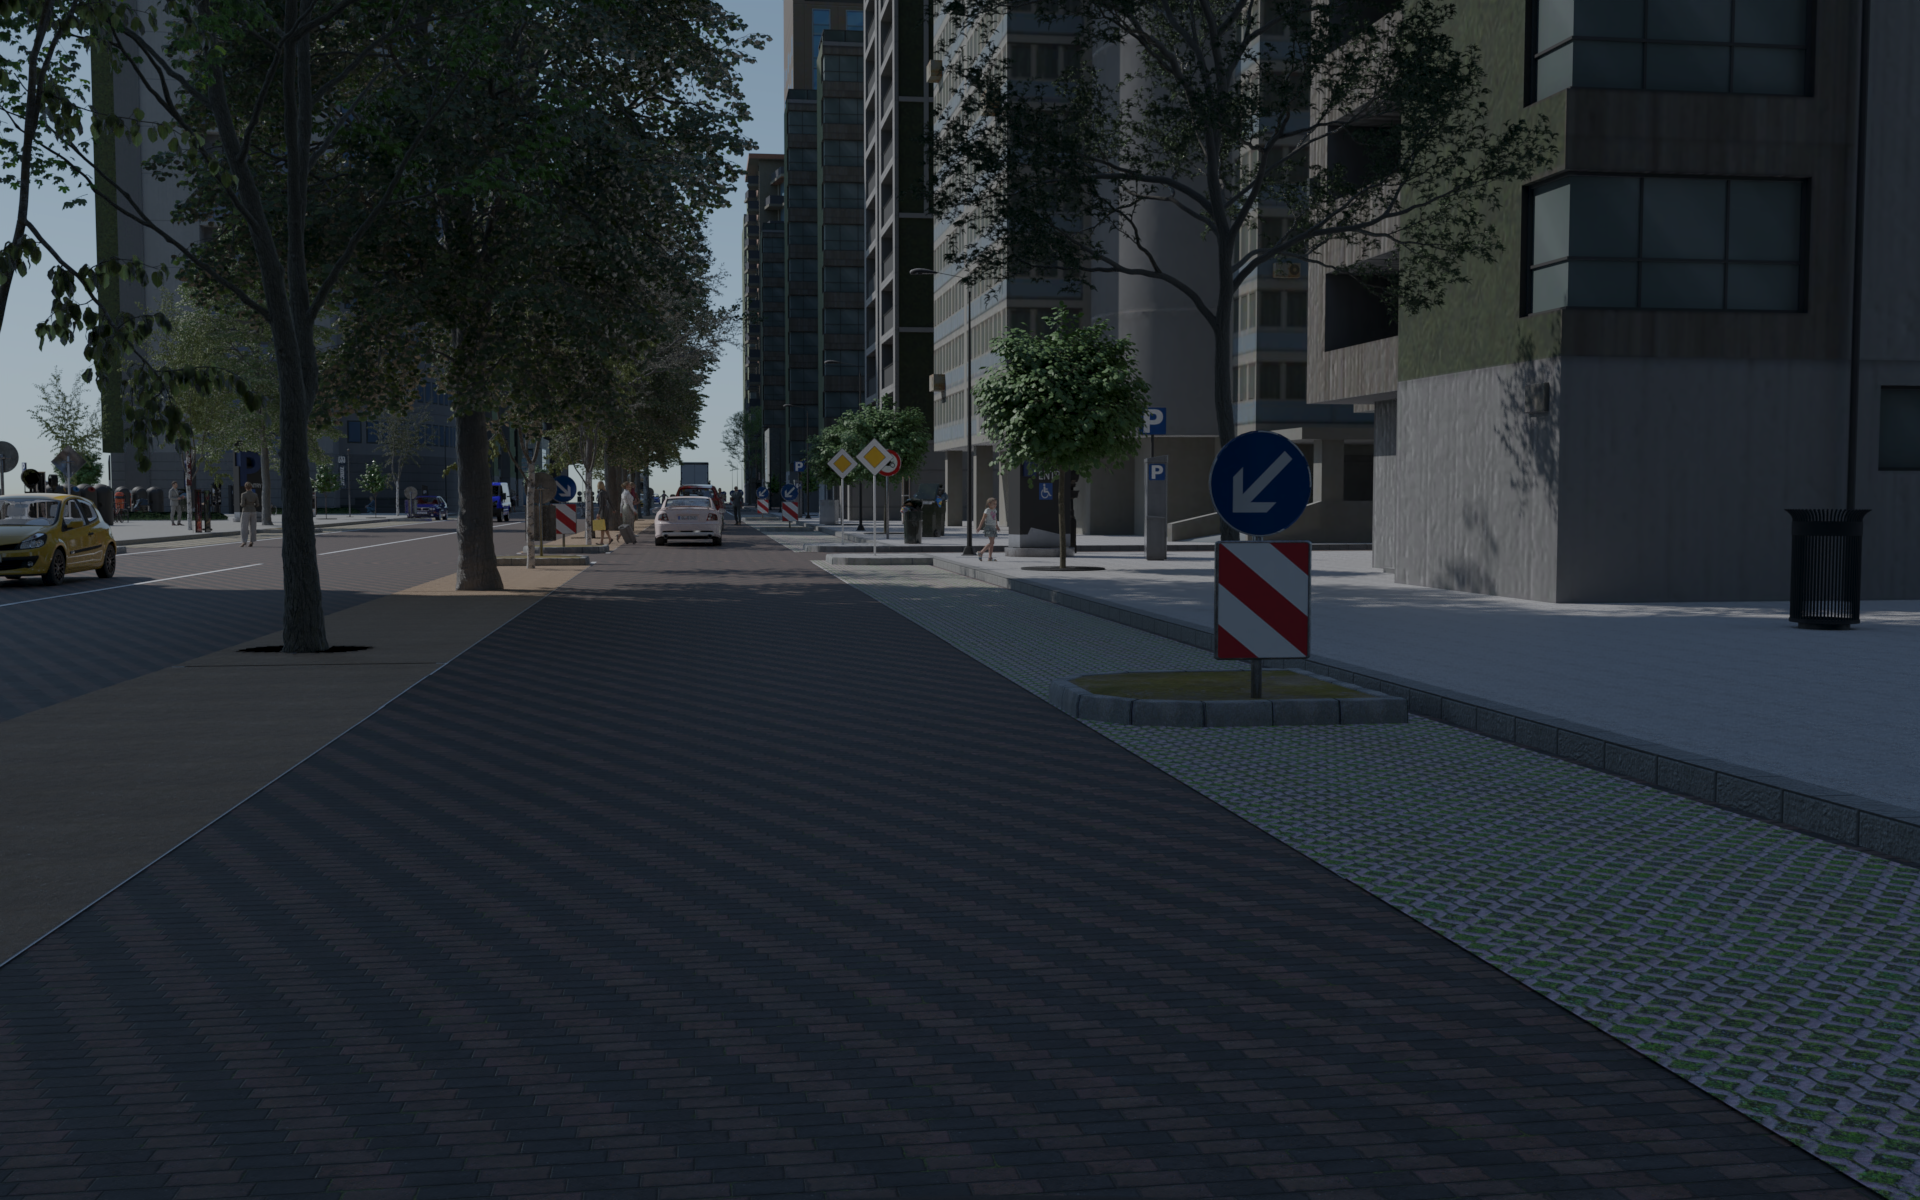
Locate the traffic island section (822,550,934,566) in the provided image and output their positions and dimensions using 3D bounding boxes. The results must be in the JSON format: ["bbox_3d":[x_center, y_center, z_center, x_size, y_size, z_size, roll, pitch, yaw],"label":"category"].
[{"bbox_3d":[-1.727,-0.840,36.016,2.009,0.180,2.903,-1,4,-9],"label":"traffic island section"}]

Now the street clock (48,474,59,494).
[{"bbox_3d":[-32.940,-3.571,62.948,0.358,2.002,0.471,-3,5,-43],"label":"street clock"}]

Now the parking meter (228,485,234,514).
[{"bbox_3d":[-47.191,-6.516,112.242,0.255,1.863,0.399,1,4,18],"label":"parking meter"}]

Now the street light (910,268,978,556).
[{"bbox_3d":[-0.338,-3.875,35.899,1.470,5.913,1.316,-1,4,-9],"label":"street light"}]

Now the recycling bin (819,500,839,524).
[{"bbox_3d":[-5.676,-3.822,75.048,0.722,1.027,0.722,0,4,8],"label":"recycling bin"}]

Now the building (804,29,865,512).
[{"bbox_3d":[-2.366,-20.854,112.669,14.160,30.474,14.107,-1,4,-9],"label":"building"}]

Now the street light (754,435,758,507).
[{"bbox_3d":[-15.506,-10.032,136.558,1.470,5.913,1.316,-1,4,-9],"label":"street light"}]

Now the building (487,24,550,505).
[{"bbox_3d":[-61.406,-54.901,210.298,22.319,86.520,31.000,-1,4,-9],"label":"building"}]

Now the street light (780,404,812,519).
[{"bbox_3d":[-8.443,-7.181,89.942,1.470,5.913,1.316,-1,4,-9],"label":"street light"}]

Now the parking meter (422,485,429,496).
[{"bbox_3d":[-32.667,-6.122,105.800,0.399,1.863,0.255,-1,4,-17],"label":"parking meter"}]

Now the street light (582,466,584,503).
[{"bbox_3d":[-55.344,-17.374,256.609,1.470,5.913,1.316,-1,4,-9],"label":"street light"}]

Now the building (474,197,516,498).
[{"bbox_3d":[-49.911,-29.303,162.700,14.154,41.232,14.086,-1,4,-9],"label":"building"}]

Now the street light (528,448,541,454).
[{"bbox_3d":[-42.819,-12.337,174.257,1.470,5.913,1.316,-1,4,-9],"label":"street light"}]

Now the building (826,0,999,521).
[{"bbox_3d":[4.098,-39.667,86.803,20.563,71.187,20.611,-1,4,-9],"label":"building"}]

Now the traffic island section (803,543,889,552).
[{"bbox_3d":[-2.927,-1.323,43.911,2.009,0.180,2.903,-1,4,-9],"label":"traffic island section"}]

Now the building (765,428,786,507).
[{"bbox_3d":[-6.830,-52.031,163.373,22.319,86.520,31.000,-1,4,-9],"label":"building"}]

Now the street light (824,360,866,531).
[{"bbox_3d":[-4.009,-5.373,60.393,1.470,5.913,1.316,-1,4,-9],"label":"street light"}]

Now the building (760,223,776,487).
[{"bbox_3d":[-14.449,-25.392,186.859,14.160,30.474,14.107,-1,4,-9],"label":"building"}]

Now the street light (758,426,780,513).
[{"bbox_3d":[-12.828,-8.915,118.305,1.470,5.913,1.316,-1,4,-9],"label":"street light"}]

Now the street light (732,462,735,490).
[{"bbox_3d":[-28.160,-15.097,219.377,1.470,5.913,1.316,-1,4,-9],"label":"street light"}]

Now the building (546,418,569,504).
[{"bbox_3d":[-60.816,-35.745,234.538,14.600,45.320,14.200,-1,4,-9],"label":"building"}]

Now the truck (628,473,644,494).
[{"bbox_3d":[-40.131,-13.869,215.675,2.839,4.237,11.283,-1,4,-10],"label":"truck"}]

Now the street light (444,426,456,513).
[{"bbox_3d":[-34.098,-8.815,116.662,1.470,5.913,1.316,-1,4,-9],"label":"street light"}]

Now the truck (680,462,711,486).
[{"bbox_3d":[-23.994,-10.273,156.876,2.839,4.237,11.283,-1,4,-8],"label":"truck"}]

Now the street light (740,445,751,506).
[{"bbox_3d":[-20.016,-11.809,165.623,1.470,5.913,1.316,-1,4,-9],"label":"street light"}]

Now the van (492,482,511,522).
[{"bbox_3d":[-24.511,-5.224,89.790,2.240,2.365,5.245,-1,4,-9],"label":"van"}]

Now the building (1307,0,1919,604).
[{"bbox_3d":[12.889,-15.625,27.171,14.160,30.474,14.107,-1,4,-9],"label":"building"}]

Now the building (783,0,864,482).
[{"bbox_3d":[-7.034,-30.061,141.615,14.600,45.320,14.200,-1,4,-9],"label":"building"}]

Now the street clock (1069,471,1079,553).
[{"bbox_3d":[2.414,-2.010,37.441,0.358,2.002,0.471,-1,4,-12],"label":"street clock"}]

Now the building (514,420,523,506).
[{"bbox_3d":[-52.712,-24.779,176.845,14.160,30.474,14.107,-1,4,-9],"label":"building"}]

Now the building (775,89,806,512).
[{"bbox_3d":[-5.986,-21.788,127.938,14.160,30.474,14.107,-1,4,-9],"label":"building"}]

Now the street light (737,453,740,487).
[{"bbox_3d":[-24.193,-13.546,194.017,1.470,5.913,1.316,-1,4,-9],"label":"street light"}]

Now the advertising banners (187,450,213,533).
[{"bbox_3d":[-25.273,-3.747,57.444,0.090,3.025,2.074,0,4,-2],"label":"advertising banners"}]

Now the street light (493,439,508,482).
[{"bbox_3d":[-38.490,-10.549,145.023,1.470,5.913,1.316,-1,4,-9],"label":"street light"}]

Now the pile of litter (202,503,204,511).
[{"bbox_3d":[-39.666,-4.679,90.470,1.719,0.858,1.176,2,4,28],"label":"pile of litter"}]

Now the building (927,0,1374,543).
[{"bbox_3d":[11.876,-22.545,60.489,23.993,40.220,32.217,-1,4,-9],"label":"building"}]

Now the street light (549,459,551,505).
[{"bbox_3d":[-46.623,-13.864,199.208,1.470,5.913,1.316,-1,4,-9],"label":"street light"}]

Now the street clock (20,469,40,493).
[{"bbox_3d":[-26.459,-2.739,49.345,0.471,2.002,0.358,-3,4,-38],"label":"street clock"}]

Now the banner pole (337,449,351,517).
[{"bbox_3d":[-34.144,-6.493,96.184,0.863,3.779,0.401,0,4,3],"label":"banner pole"}]

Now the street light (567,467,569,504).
[{"bbox_3d":[-51.082,-15.625,228.017,1.470,5.913,1.316,-1,4,-9],"label":"street light"}]

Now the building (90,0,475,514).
[{"bbox_3d":[-48.049,-35.735,126.259,21.231,58.520,28.212,-1,4,-9],"label":"building"}]

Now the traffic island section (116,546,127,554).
[{"bbox_3d":[-21.160,-1.154,41.155,2.009,0.180,2.903,-1,4,-9],"label":"traffic island section"}]

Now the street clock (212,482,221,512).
[{"bbox_3d":[-42.971,-5.848,100.179,0.358,2.002,0.471,2,4,29],"label":"street clock"}]
